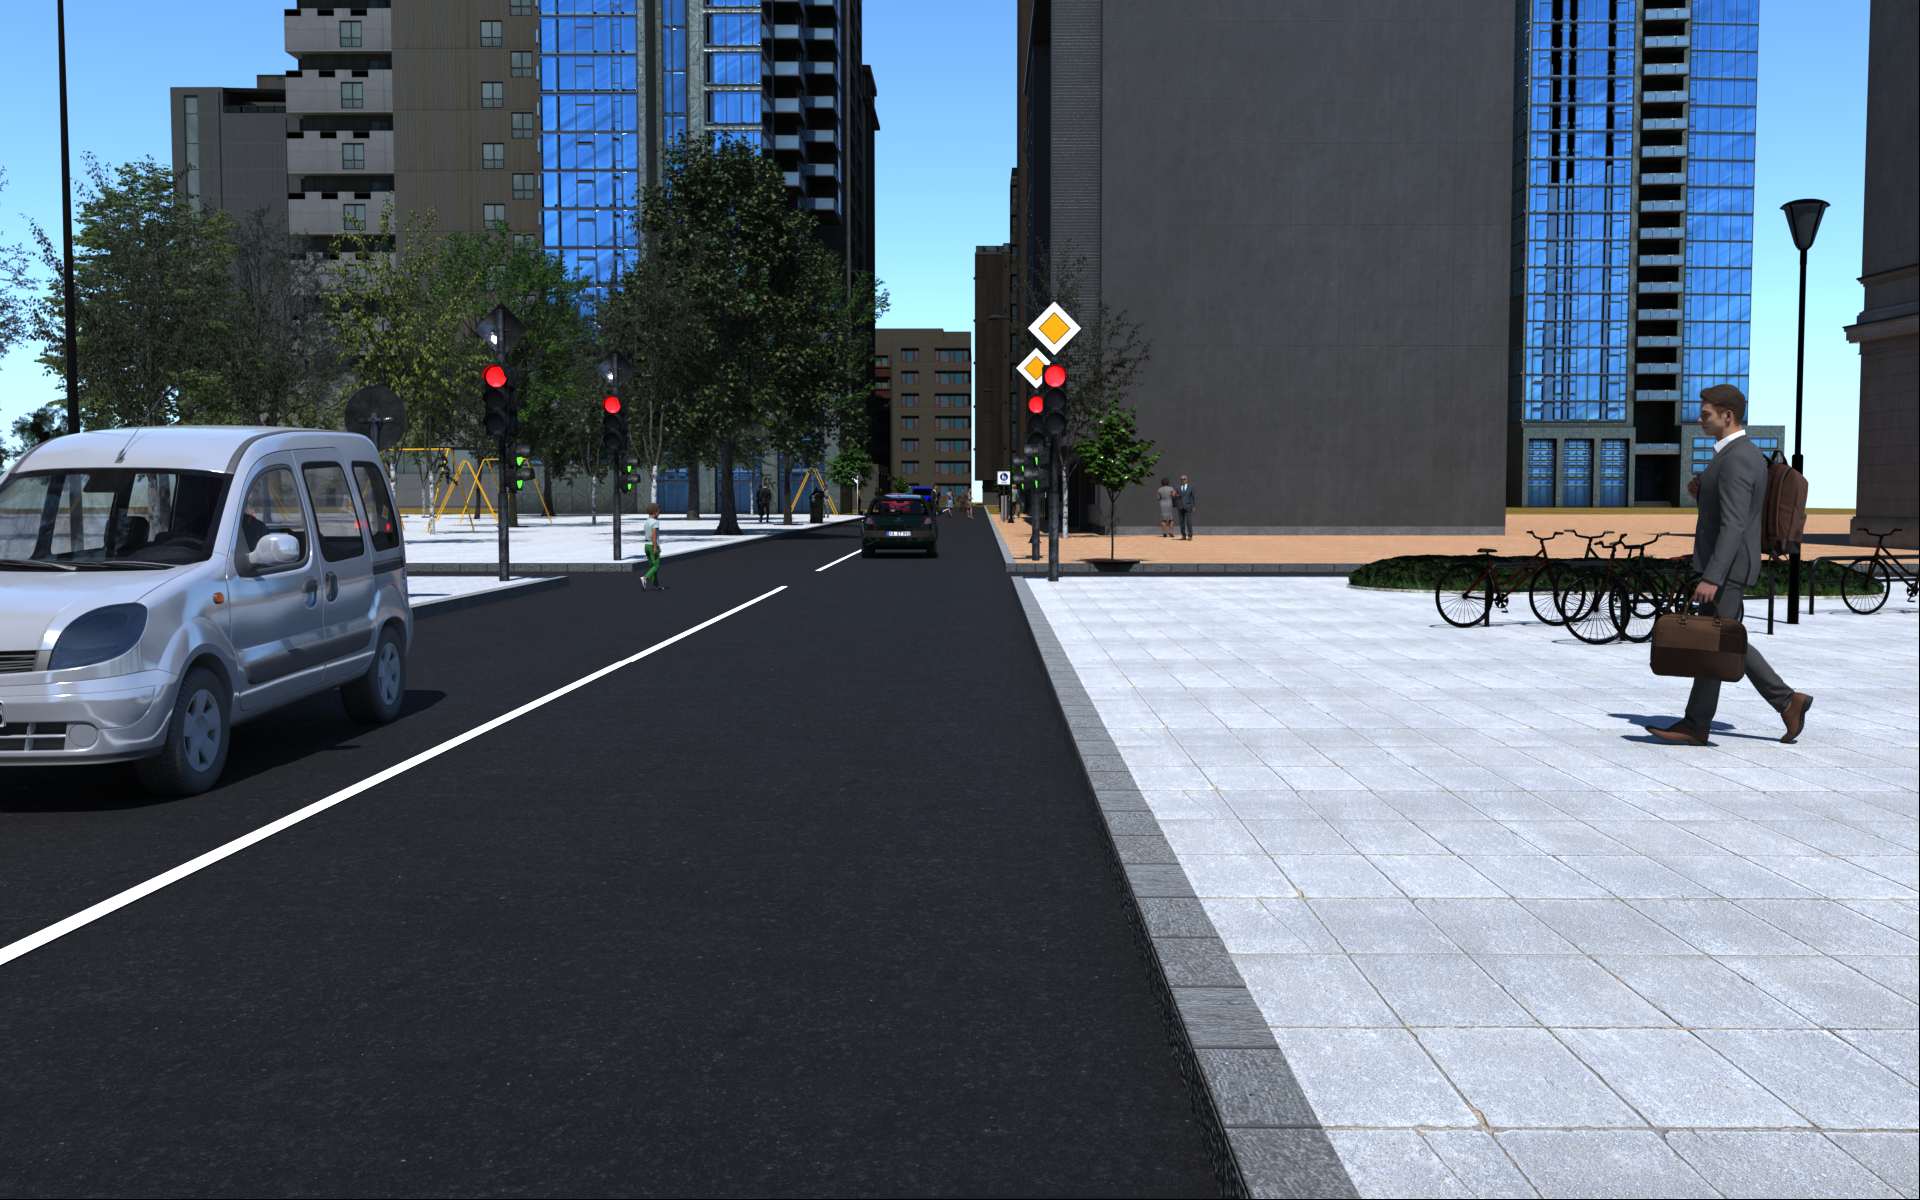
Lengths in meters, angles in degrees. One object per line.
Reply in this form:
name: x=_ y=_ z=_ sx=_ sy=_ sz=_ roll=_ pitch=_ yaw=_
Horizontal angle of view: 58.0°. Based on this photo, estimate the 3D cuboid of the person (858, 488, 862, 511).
person: x=-6.878 y=-6.903 z=118.918 sx=0.705 sy=1.823 sz=1.348 roll=0 pitch=4 yaw=-6

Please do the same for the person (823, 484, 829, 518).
person: x=-7.322 y=-5.337 z=93.489 sx=0.511 sy=1.800 sz=0.466 roll=1 pitch=4 yaw=18

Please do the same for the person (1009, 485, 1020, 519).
person: x=2.812 y=-5.046 z=89.036 sx=0.515 sy=1.767 sz=0.782 roll=3 pitch=4 yaw=38

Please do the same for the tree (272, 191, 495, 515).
tree: x=-14.000 y=-5.679 z=43.211 sx=4.737 sy=8.622 sz=4.395 roll=0 pitch=3 yaw=0

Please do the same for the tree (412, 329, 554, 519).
tree: x=-24.364 y=-9.407 z=88.210 sx=7.601 sy=10.594 sz=8.767 roll=0 pitch=4 yaw=6

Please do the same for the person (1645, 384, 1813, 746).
person: x=3.919 y=-0.168 z=8.762 sx=0.822 sy=1.834 sz=0.622 roll=1 pitch=4 yaw=15

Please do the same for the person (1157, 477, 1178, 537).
person: x=6.235 y=-2.754 z=51.421 sx=0.716 sy=1.782 sz=0.532 roll=1 pitch=4 yaw=20

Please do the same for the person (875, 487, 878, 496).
person: x=-6.635 y=-8.112 z=138.704 sx=0.705 sy=1.821 sz=1.348 roll=0 pitch=4 yaw=4

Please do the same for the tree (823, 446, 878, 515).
tree: x=-6.625 y=-7.507 z=106.447 sx=4.285 sy=4.588 sz=4.351 roll=0 pitch=3 yaw=0

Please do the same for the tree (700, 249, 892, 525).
tree: x=-6.966 y=-8.897 z=71.221 sx=9.928 sy=11.665 sz=9.643 roll=0 pitch=3 yaw=0

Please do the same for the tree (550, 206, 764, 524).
tree: x=-7.991 y=-5.743 z=44.256 sx=4.360 sy=8.622 sz=3.978 roll=0 pitch=3 yaw=0

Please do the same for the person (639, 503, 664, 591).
person: x=-4.574 y=-0.788 z=25.637 sx=0.306 sy=1.304 sz=0.590 roll=2 pitch=4 yaw=28

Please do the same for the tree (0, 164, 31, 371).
tree: x=-29.617 y=-8.239 z=45.077 sx=12.009 sy=13.543 sz=11.850 roll=0 pitch=3 yaw=0

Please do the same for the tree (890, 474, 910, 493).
tree: x=-5.537 y=-10.643 z=168.608 sx=1.663 sy=3.219 sz=1.824 roll=0 pitch=3 yaw=0

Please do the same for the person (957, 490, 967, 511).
person: x=0.226 y=-8.256 z=144.040 sx=0.990 sy=1.755 sz=0.434 roll=0 pitch=4 yaw=4

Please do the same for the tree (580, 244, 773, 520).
tree: x=-13.125 y=-10.850 z=84.046 sx=9.857 sy=13.997 sz=8.962 roll=0 pitch=3 yaw=0

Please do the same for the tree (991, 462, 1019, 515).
tree: x=2.838 y=-6.703 z=104.191 sx=1.663 sy=3.219 sz=1.824 roll=0 pitch=3 yaw=0

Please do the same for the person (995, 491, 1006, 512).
person: x=2.991 y=-7.336 z=126.128 sx=0.705 sy=1.807 sz=1.348 roll=3 pitch=4 yaw=36

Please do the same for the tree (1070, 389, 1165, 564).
tree: x=2.971 y=-2.297 z=32.158 sx=1.663 sy=3.219 sz=1.824 roll=0 pitch=3 yaw=0

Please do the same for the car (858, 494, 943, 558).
car: x=-1.392 y=-1.859 z=40.180 sx=2.009 sy=1.686 sz=4.222 roll=0 pitch=4 yaw=-1

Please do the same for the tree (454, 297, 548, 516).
tree: x=-23.812 y=-11.164 z=99.536 sx=9.611 sy=12.733 sz=9.660 roll=0 pitch=3 yaw=0

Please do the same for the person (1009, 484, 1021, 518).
person: x=2.997 y=-5.322 z=93.239 sx=0.661 sy=1.801 sz=0.590 roll=-1 pitch=4 yaw=-10

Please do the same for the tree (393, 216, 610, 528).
tree: x=-17.371 y=-8.596 z=66.302 sx=9.928 sy=11.665 sz=9.643 roll=0 pitch=3 yaw=0

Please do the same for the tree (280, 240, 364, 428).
tree: x=-19.863 y=-6.030 z=48.959 sx=4.360 sy=8.622 sz=3.978 roll=0 pitch=3 yaw=0

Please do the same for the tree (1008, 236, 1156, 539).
tree: x=3.145 y=-6.063 z=49.496 sx=4.360 sy=8.622 sz=3.978 roll=0 pitch=3 yaw=0

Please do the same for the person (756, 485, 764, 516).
person: x=-10.507 y=-5.212 z=91.685 sx=0.534 sy=1.772 sz=0.576 roll=3 pitch=5 yaw=43

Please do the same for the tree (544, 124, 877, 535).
tree: x=-7.392 y=-8.379 z=54.006 sx=9.611 sy=12.733 sz=9.660 roll=0 pitch=3 yaw=0

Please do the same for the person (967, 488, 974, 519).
person: x=0.593 y=-5.581 z=100.093 sx=0.374 sy=1.781 sz=0.599 roll=-1 pitch=4 yaw=-13

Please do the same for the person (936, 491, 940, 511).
person: x=-1.958 y=-8.324 z=145.514 sx=0.541 sy=1.710 sz=0.530 roll=-1 pitch=4 yaw=-16

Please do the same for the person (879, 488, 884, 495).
person: x=-6.118 y=-7.719 z=133.073 sx=0.721 sy=1.723 sz=1.217 roll=-2 pitch=4 yaw=-30

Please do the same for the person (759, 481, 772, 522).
person: x=-8.868 y=-4.440 z=78.418 sx=0.659 sy=1.850 sz=0.755 roll=-2 pitch=4 yaw=-26

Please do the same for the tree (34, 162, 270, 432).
tree: x=-28.176 y=-8.689 z=60.192 sx=7.486 sy=12.596 sz=7.792 roll=0 pitch=3 yaw=0

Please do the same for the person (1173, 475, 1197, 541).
person: x=6.206 y=-2.551 z=47.931 sx=0.661 sy=1.801 sz=0.590 roll=1 pitch=4 yaw=21

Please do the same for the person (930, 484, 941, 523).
person: x=-1.189 y=-4.702 z=84.740 sx=0.474 sy=1.900 sz=0.648 roll=0 pitch=4 yaw=6

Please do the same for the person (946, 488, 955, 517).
person: x=-0.564 y=-6.026 z=107.120 sx=0.616 sy=1.811 sz=0.778 roll=-1 pitch=4 yaw=-15

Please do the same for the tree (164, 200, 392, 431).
tree: x=-29.468 y=-9.956 z=73.145 sx=12.009 sy=13.543 sz=11.850 roll=0 pitch=3 yaw=0

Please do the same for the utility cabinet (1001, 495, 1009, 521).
utility cabinet: x=2.164 y=-4.433 z=83.642 sx=0.306 sy=1.237 sz=1.020 roll=0 pitch=4 yaw=8
